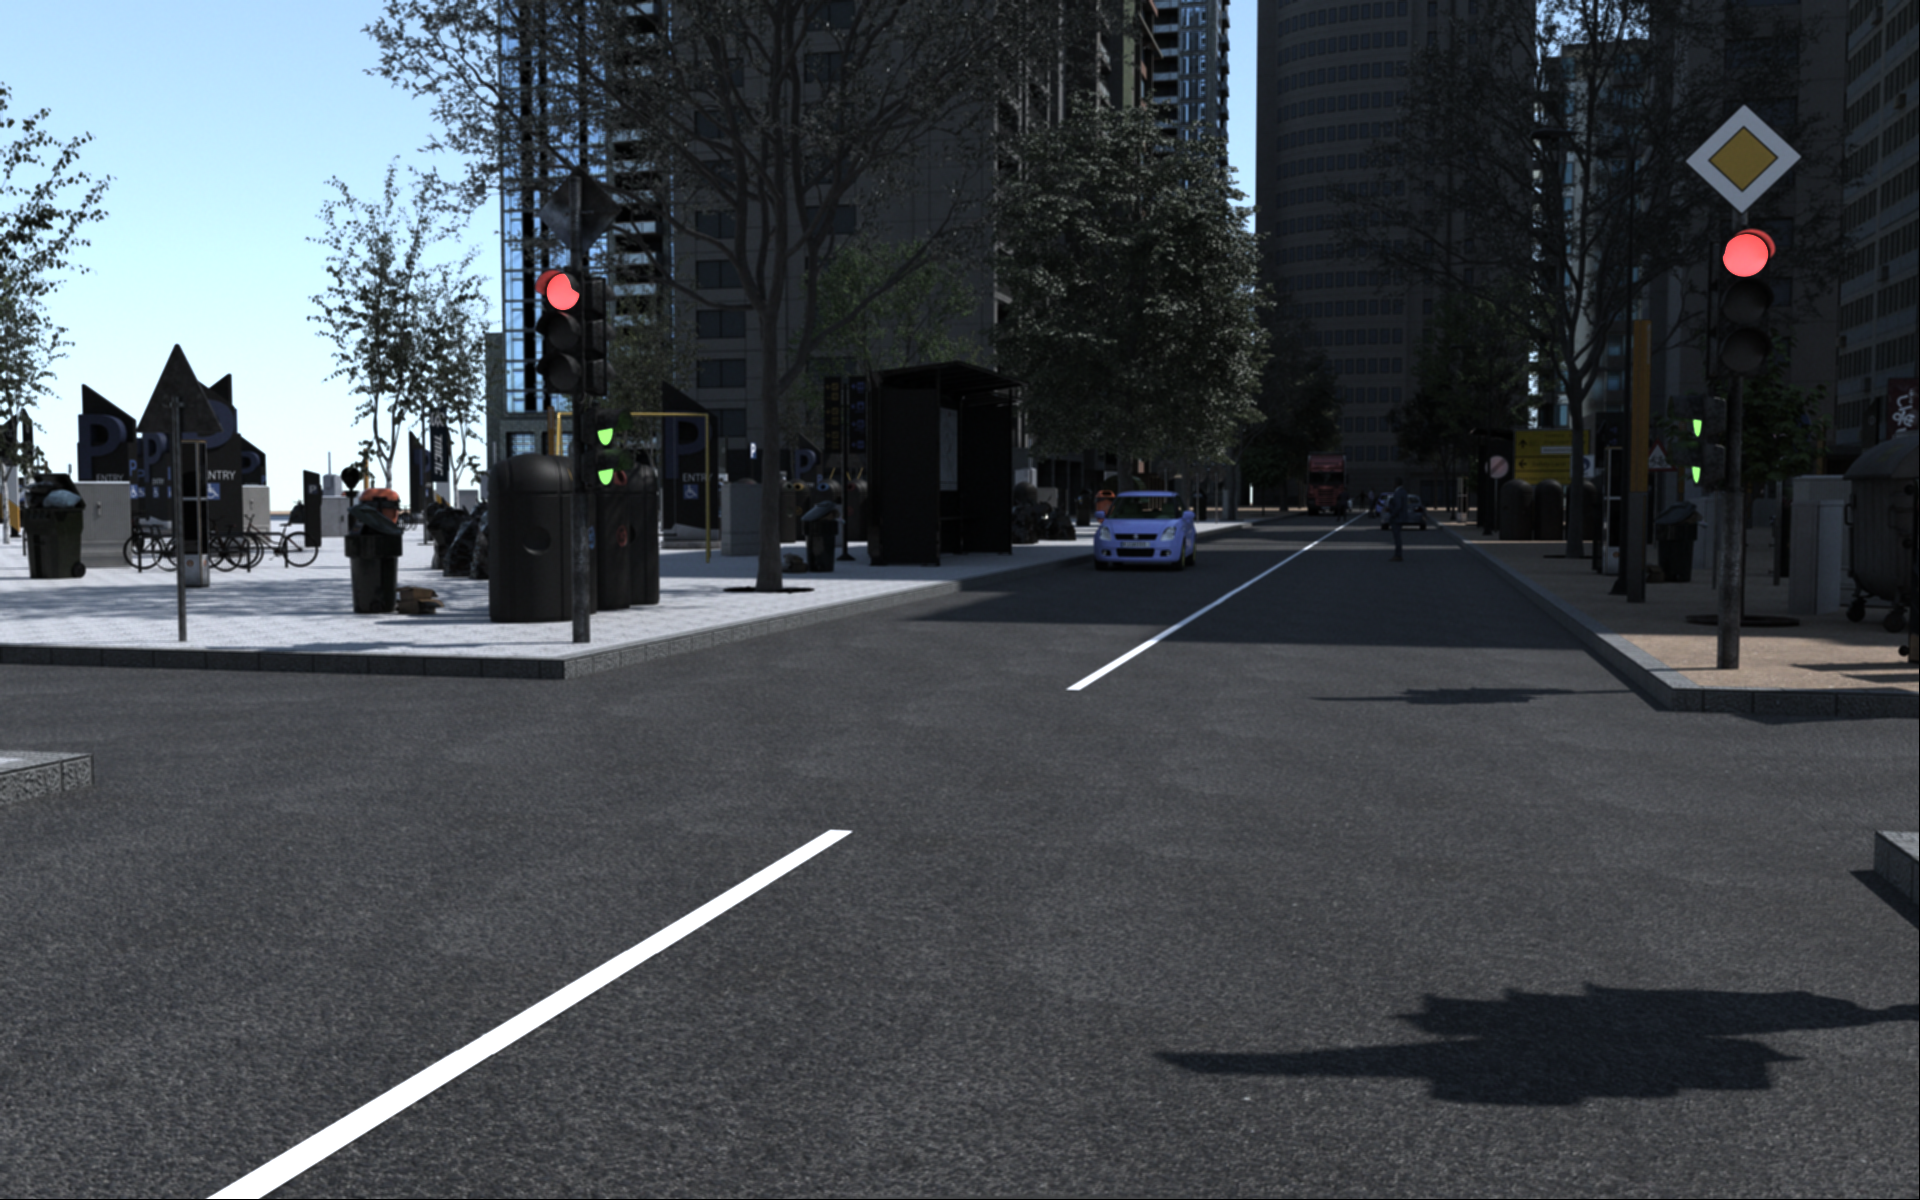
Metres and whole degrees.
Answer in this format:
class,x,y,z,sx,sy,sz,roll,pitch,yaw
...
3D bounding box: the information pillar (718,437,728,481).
class,x,y,z,sx,sy,sz,roll,pitch,yaw
information pillar,-9.652,-4.850,70.645,0.504,3.616,0.183,3,5,39

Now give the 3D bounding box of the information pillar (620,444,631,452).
class,x,y,z,sx,sy,sz,roll,pitch,yaw
information pillar,-15.189,-5.336,78.598,0.504,3.616,0.183,0,4,-6

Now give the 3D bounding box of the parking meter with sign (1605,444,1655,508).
class,x,y,z,sx,sy,sz,roll,pitch,yaw
parking meter with sign,23.391,-3.925,60.436,1.738,3.016,0.543,-1,4,-17

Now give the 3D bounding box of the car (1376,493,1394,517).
class,x,y,z,sx,sy,sz,roll,pitch,yaw
car,27.365,-6.162,110.334,1.945,1.707,3.694,1,4,13

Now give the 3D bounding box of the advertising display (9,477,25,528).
class,x,y,z,sx,sy,sz,roll,pitch,yaw
advertising display,-35.939,-3.729,66.180,0.974,1.923,0.123,0,4,-2

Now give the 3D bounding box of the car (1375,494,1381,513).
class,x,y,z,sx,sy,sz,roll,pitch,yaw
car,32.616,-7.491,132.263,2.009,1.686,4.222,1,4,15

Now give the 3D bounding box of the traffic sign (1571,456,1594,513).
class,x,y,z,sx,sy,sz,roll,pitch,yaw
traffic sign,16.256,-2.639,45.277,0.606,2.300,0.079,1,4,16

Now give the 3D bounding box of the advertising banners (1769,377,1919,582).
class,x,y,z,sx,sy,sz,roll,pitch,yaw
advertising banners,13.462,-1.842,26.298,2.074,3.025,0.090,1,4,20

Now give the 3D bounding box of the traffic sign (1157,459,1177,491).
class,x,y,z,sx,sy,sz,roll,pitch,yaw
traffic sign,7.582,-3.890,63.708,0.768,2.556,0.104,2,4,24

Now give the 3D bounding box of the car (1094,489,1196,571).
class,x,y,z,sx,sy,sz,roll,pitch,yaw
car,3.621,-1.469,33.606,1.945,1.707,3.694,1,4,12

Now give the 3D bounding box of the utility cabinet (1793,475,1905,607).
class,x,y,z,sx,sy,sz,roll,pitch,yaw
utility cabinet,10.181,-0.683,19.840,0.318,1.500,1.173,-3,5,-42

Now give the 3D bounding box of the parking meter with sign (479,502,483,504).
class,x,y,z,sx,sy,sz,roll,pitch,yaw
parking meter with sign,-24.510,-5.800,91.096,1.738,3.016,0.543,-3,5,-44

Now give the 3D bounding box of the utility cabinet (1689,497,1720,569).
class,x,y,z,sx,sy,sz,roll,pitch,yaw
utility cabinet,12.815,-1.147,29.912,0.306,1.237,1.020,2,4,33

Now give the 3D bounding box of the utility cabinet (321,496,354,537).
class,x,y,z,sx,sy,sz,roll,pitch,yaw
utility cabinet,-18.600,-2.472,51.584,1.020,1.237,0.306,-1,4,-21

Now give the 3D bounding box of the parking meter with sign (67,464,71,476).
class,x,y,z,sx,sy,sz,roll,pitch,yaw
parking meter with sign,-51.939,-6.303,99.310,1.738,3.016,0.543,-3,4,-39

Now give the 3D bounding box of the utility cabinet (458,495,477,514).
class,x,y,z,sx,sy,sz,roll,pitch,yaw
utility cabinet,-23.527,-4.358,82.422,1.020,1.237,0.306,-1,4,-9

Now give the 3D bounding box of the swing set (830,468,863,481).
class,x,y,z,sx,sy,sz,roll,pitch,yaw
swing set,-4.893,-4.967,78.829,2.862,2.851,3.119,1,4,23

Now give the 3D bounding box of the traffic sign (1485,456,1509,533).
class,x,y,z,sx,sy,sz,roll,pitch,yaw
traffic sign,17.785,-3.506,57.423,0.768,2.556,0.104,1,4,22

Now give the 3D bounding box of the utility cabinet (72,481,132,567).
class,x,y,z,sx,sy,sz,roll,pitch,yaw
utility cabinet,-15.042,-1.308,30.068,1.173,1.500,0.318,-2,4,-25

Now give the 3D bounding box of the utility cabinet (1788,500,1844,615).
class,x,y,z,sx,sy,sz,roll,pitch,yaw
utility cabinet,9.254,-0.464,18.742,0.306,1.237,1.020,3,5,40

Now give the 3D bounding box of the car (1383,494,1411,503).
class,x,y,z,sx,sy,sz,roll,pitch,yaw
car,26.131,-5.651,102.616,2.015,1.641,3.980,1,4,13

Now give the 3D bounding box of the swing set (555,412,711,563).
class,x,y,z,sx,sy,sz,roll,pitch,yaw
swing set,-6.415,-2.191,33.442,3.119,2.851,2.862,0,4,-8

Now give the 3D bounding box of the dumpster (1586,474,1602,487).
class,x,y,z,sx,sy,sz,roll,pitch,yaw
dumpster,18.427,-2.680,49.571,1.264,1.857,1.865,1,4,14

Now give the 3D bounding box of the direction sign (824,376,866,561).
class,x,y,z,sx,sy,sz,roll,pitch,yaw
direction sign,-2.211,-2.533,33.412,0.876,3.537,0.379,1,4,21

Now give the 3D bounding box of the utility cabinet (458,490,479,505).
class,x,y,z,sx,sy,sz,roll,pitch,yaw
utility cabinet,-25.438,-4.932,89.309,1.173,1.500,0.318,-1,4,-15

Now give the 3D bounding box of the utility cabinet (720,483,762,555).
class,x,y,z,sx,sy,sz,roll,pitch,yaw
utility cabinet,-4.474,-1.679,36.124,0.318,1.500,1.173,3,4,38

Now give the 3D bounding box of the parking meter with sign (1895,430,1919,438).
class,x,y,z,sx,sy,sz,roll,pitch,yaw
parking meter with sign,11.677,-1.508,20.924,0.543,3.016,1.738,0,4,0

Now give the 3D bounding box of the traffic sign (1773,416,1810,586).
class,x,y,z,sx,sy,sz,roll,pitch,yaw
traffic sign,11.452,-1.474,24.213,0.768,2.556,0.104,1,4,23

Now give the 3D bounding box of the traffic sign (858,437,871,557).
class,x,y,z,sx,sy,sz,roll,pitch,yaw
traffic sign,-1.821,-2.147,35.114,0.884,2.594,0.081,2,4,24

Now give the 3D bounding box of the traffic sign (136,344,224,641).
class,x,y,z,sx,sy,sz,roll,pitch,yaw
traffic sign,-6.774,-0.918,15.018,0.884,2.594,0.081,1,4,16

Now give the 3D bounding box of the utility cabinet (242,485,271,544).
class,x,y,z,sx,sy,sz,roll,pitch,yaw
utility cabinet,-18.165,-2.163,44.045,0.318,1.500,1.173,3,5,40

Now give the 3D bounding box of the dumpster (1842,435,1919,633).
class,x,y,z,sx,sy,sz,roll,pitch,yaw
dumpster,9.296,-0.657,16.495,1.264,1.857,1.865,1,4,14

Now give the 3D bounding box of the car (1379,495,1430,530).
class,x,y,z,sx,sy,sz,roll,pitch,yaw
car,17.968,-3.550,70.050,2.014,1.417,4.499,1,4,15

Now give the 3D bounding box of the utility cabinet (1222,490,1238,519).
class,x,y,z,sx,sy,sz,roll,pitch,yaw
utility cabinet,13.604,-4.809,87.309,0.318,1.500,1.173,2,4,33

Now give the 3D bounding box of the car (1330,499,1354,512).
class,x,y,z,sx,sy,sz,roll,pitch,yaw
car,30.986,-7.881,140.854,2.014,1.417,4.499,1,4,13

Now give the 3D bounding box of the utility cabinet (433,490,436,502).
class,x,y,z,sx,sy,sz,roll,pitch,yaw
utility cabinet,-25.388,-4.593,83.782,1.173,1.500,0.318,-3,5,-44

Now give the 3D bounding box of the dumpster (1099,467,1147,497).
class,x,y,z,sx,sy,sz,roll,pitch,yaw
dumpster,5.793,-3.610,61.512,1.502,2.255,1.985,1,4,14

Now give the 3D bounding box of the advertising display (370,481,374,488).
class,x,y,z,sx,sy,sz,roll,pitch,yaw
advertising display,-28.524,-4.824,84.088,0.123,1.923,0.974,-1,4,-22

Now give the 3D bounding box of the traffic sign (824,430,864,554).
class,x,y,z,sx,sy,sz,roll,pitch,yaw
traffic sign,-2.356,-2.142,35.029,0.884,2.594,0.081,1,4,21

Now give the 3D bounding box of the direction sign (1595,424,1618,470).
class,x,y,z,sx,sy,sz,roll,pitch,yaw
direction sign,20.878,-3.914,55.985,0.379,3.537,0.876,-2,4,-29

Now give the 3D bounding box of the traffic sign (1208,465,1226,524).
class,x,y,z,sx,sy,sz,roll,pitch,yaw
traffic sign,11.174,-4.604,75.377,0.768,2.556,0.104,1,4,17

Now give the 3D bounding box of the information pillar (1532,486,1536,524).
class,x,y,z,sx,sy,sz,roll,pitch,yaw
information pillar,20.584,-4.341,62.325,0.504,3.616,0.183,-2,4,-33

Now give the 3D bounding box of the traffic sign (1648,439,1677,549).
class,x,y,z,sx,sy,sz,roll,pitch,yaw
traffic sign,16.352,-2.488,40.676,0.884,2.594,0.081,1,4,16

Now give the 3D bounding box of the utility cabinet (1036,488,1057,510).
class,x,y,z,sx,sy,sz,roll,pitch,yaw
utility cabinet,2.681,-3.081,59.057,1.173,1.500,0.318,-1,4,-12

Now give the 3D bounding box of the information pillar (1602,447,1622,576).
class,x,y,z,sx,sy,sz,roll,pitch,yaw
information pillar,10.262,-1.384,27.124,0.304,2.012,0.304,1,4,10

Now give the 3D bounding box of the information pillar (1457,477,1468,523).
class,x,y,z,sx,sy,sz,roll,pitch,yaw
information pillar,22.029,-4.370,75.946,0.304,2.012,0.304,-2,4,-24

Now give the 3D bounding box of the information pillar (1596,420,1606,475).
class,x,y,z,sx,sy,sz,roll,pitch,yaw
information pillar,20.295,-3.887,54.907,0.183,3.616,0.504,3,5,44

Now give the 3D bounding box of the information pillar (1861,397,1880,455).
class,x,y,z,sx,sy,sz,roll,pitch,yaw
information pillar,22.096,-3.102,42.071,0.183,3.616,0.504,-1,4,-12

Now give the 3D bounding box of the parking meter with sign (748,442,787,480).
class,x,y,z,sx,sy,sz,roll,pitch,yaw
parking meter with sign,-6.227,-3.798,58.363,1.738,3.016,0.543,1,4,15

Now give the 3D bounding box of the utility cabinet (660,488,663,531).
class,x,y,z,sx,sy,sz,roll,pitch,yaw
utility cabinet,-9.930,-3.086,59.134,0.318,1.500,1.173,0,4,8

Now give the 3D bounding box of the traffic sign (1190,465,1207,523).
class,x,y,z,sx,sy,sz,roll,pitch,yaw
traffic sign,10.481,-4.662,76.327,0.768,2.556,0.104,1,4,17

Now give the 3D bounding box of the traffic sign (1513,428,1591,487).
class,x,y,z,sx,sy,sz,roll,pitch,yaw
traffic sign,18.474,-3.685,54.123,2.265,3.308,0.079,1,4,21

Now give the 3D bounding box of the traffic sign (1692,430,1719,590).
class,x,y,z,sx,sy,sz,roll,pitch,yaw
traffic sign,10.137,-1.348,23.218,0.795,2.450,0.064,1,4,20
